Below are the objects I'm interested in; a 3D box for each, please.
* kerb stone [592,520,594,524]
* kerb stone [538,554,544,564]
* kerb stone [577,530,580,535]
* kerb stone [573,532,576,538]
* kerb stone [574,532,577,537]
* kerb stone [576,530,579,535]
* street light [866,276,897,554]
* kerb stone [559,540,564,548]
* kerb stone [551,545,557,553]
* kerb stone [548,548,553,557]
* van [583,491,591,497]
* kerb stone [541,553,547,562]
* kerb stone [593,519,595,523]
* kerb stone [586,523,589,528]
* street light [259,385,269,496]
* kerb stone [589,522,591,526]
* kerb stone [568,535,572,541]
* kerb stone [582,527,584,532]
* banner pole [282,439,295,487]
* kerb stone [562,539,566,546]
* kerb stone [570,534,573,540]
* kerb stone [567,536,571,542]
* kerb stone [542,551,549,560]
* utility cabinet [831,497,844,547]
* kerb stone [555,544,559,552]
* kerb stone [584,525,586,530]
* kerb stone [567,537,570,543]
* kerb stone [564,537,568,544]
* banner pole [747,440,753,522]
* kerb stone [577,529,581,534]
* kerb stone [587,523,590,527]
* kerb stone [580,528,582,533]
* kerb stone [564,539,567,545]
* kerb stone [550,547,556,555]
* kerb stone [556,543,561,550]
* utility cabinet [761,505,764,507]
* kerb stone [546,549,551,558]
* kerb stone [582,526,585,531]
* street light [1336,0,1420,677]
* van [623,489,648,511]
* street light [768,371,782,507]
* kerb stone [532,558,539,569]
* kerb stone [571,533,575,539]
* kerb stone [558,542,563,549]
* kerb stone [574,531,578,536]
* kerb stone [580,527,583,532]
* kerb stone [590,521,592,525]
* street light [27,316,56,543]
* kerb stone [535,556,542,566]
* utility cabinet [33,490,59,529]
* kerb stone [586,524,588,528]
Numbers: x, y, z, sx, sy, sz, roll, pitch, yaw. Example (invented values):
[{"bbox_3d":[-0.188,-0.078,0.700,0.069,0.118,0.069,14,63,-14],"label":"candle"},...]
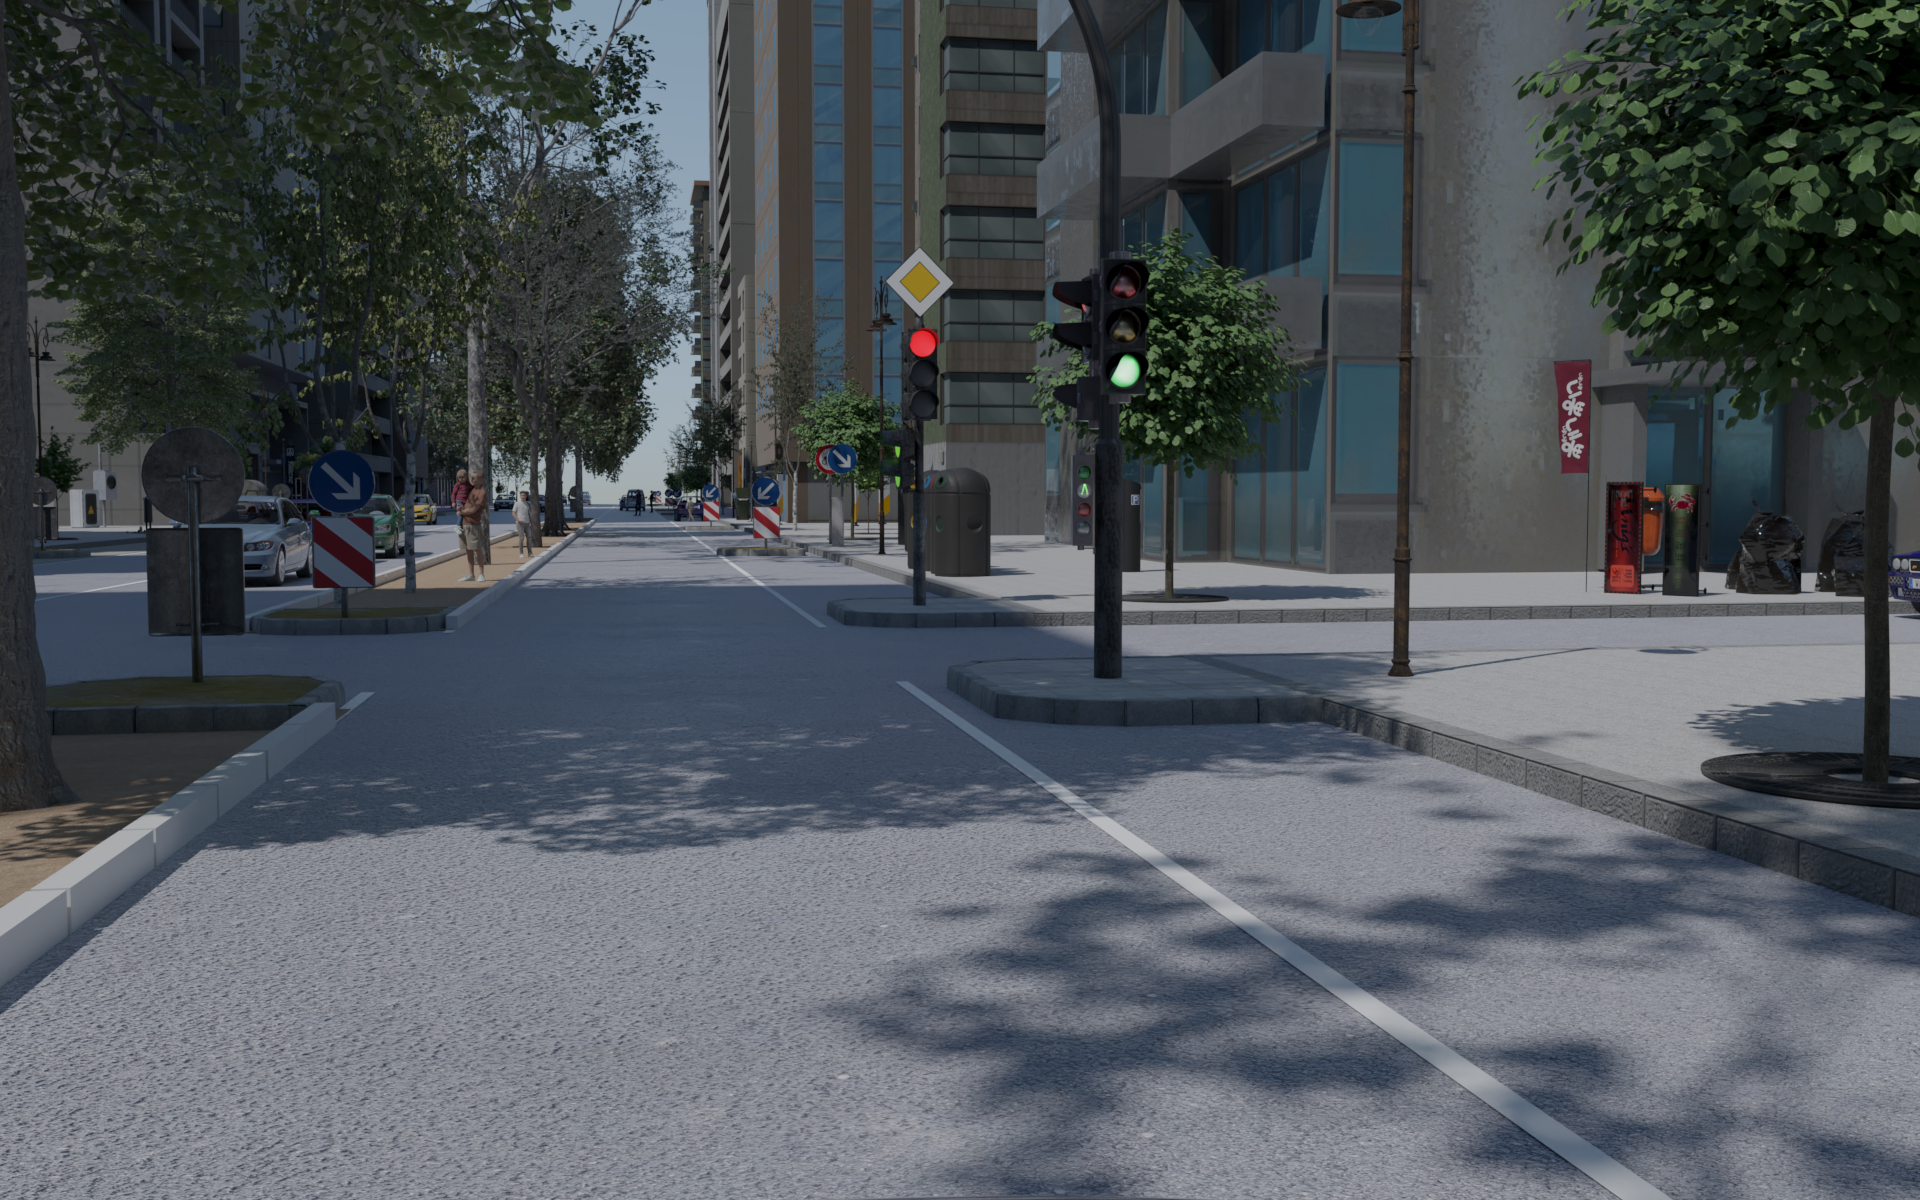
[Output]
[{"bbox_3d":[-16.726,-3.418,78.170,0.120,0.150,1.000,-1,4,-11],"label":"kerb stone"},{"bbox_3d":[-8.500,-0.773,34.829,0.120,0.150,1.000,-1,4,-11],"label":"kerb stone"},{"bbox_3d":[-12.898,-2.190,58.010,0.120,0.150,1.000,-1,4,-11],"label":"kerb stone"},{"bbox_3d":[-12.137,-1.944,53.985,0.120,0.150,1.000,-1,4,-11],"label":"kerb stone"},{"bbox_3d":[-12.329,-2.003,54.989,0.120,0.150,1.000,-1,4,-11],"label":"kerb stone"},{"bbox_3d":[-12.709,-2.129,57.004,0.120,0.150,1.000,-1,4,-11],"label":"kerb stone"},{"bbox_3d":[-1.667,-3.917,36.825,0.468,5.910,1.993,-1,4,-11],"label":"street light"},{"bbox_3d":[-10.410,-1.389,44.910,0.120,0.150,1.000,-1,4,-11],"label":"kerb stone"},{"bbox_3d":[-9.648,-1.142,40.876,0.120,0.150,1.000,-1,4,-11],"label":"kerb stone"},{"bbox_3d":[-9.264,-1.017,38.856,0.120,0.150,1.000,-1,4,-11],"label":"kerb stone"},{"bbox_3d":[-52.326,-14.313,241.025,2.013,2.044,4.112,-1,4,-9],"label":"van"},{"bbox_3d":[-8.691,-0.832,35.839,0.120,0.150,1.000,-1,4,-11],"label":"kerb stone"},{"bbox_3d":[-17.299,-3.608,81.187,0.120,0.150,1.000,-1,4,-11],"label":"kerb stone"},{"bbox_3d":[-15.196,-2.925,70.111,0.120,0.150,1.000,-1,4,-11],"label":"kerb stone"},{"bbox_3d":[-29.364,-6.143,73.228,0.468,5.910,1.993,-1,4,-11],"label":"street light"},{"bbox_3d":[-15.766,-3.115,73.124,0.120,0.150,1.000,-1,4,-11],"label":"kerb stone"},{"bbox_3d":[-11.561,-1.760,50.967,0.120,0.150,1.000,-1,4,-11],"label":"kerb stone"},{"bbox_3d":[-13.856,-2.499,63.046,0.120,0.150,1.000,-1,4,-11],"label":"kerb stone"},{"bbox_3d":[-30.299,-5.387,78.099,0.863,3.779,0.401,1,4,20],"label":"banner pole"},{"bbox_3d":[-10.595,-1.451,45.925,0.120,0.150,1.000,-1,4,-11],"label":"kerb stone"},{"bbox_3d":[-11.755,-1.818,51.971,0.120,0.150,1.000,-1,4,-11],"label":"kerb stone"},{"bbox_3d":[-11.372,-1.698,49.954,0.120,0.150,1.000,-1,4,-11],"label":"kerb stone"},{"bbox_3d":[-8.875,-0.893,36.844,0.120,0.150,1.000,-1,4,-11],"label":"kerb stone"},{"bbox_3d":[-3.010,-1.925,42.636,0.306,1.237,1.020,0,4,-3],"label":"utility cabinet"},{"bbox_3d":[-9.836,-1.204,41.881,0.120,0.150,1.000,-1,4,-11],"label":"kerb stone"},{"bbox_3d":[-14.430,-2.684,66.074,0.120,0.150,1.000,-1,4,-11],"label":"kerb stone"},{"bbox_3d":[-11.180,-1.636,48.938,0.120,0.150,1.000,-1,4,-11],"label":"kerb stone"},{"bbox_3d":[-10.987,-1.574,47.934,0.120,0.150,1.000,-1,4,-11],"label":"kerb stone"},{"bbox_3d":[-9.675,-5.536,80.528,0.401,3.779,0.863,0,4,-1],"label":"banner pole"},{"bbox_3d":[-13.086,-2.252,59.021,0.120,0.150,1.000,-1,4,-11],"label":"kerb stone"},{"bbox_3d":[-15.381,-2.992,71.116,0.120,0.150,1.000,-1,4,-11],"label":"kerb stone"},{"bbox_3d":[-13.473,-2.373,61.028,0.120,0.150,1.000,-1,4,-11],"label":"kerb stone"},{"bbox_3d":[-10.800,-1.510,46.927,0.120,0.150,1.000,-1,4,-11],"label":"kerb stone"},{"bbox_3d":[-9.449,-1.081,39.872,0.120,0.150,1.000,-1,4,-11],"label":"kerb stone"},{"bbox_3d":[-10.036,-1.265,42.886,0.120,0.150,1.000,-1,4,-11],"label":"kerb stone"},{"bbox_3d":[-10.420,-5.081,94.242,0.306,1.237,1.020,3,5,44],"label":"utility cabinet"},{"bbox_3d":[-9.073,-0.958,37.852,0.120,0.150,1.000,-1,4,-11],"label":"kerb stone"},{"bbox_3d":[-14.047,-2.558,64.061,0.120,0.150,1.000,-1,4,-11],"label":"kerb stone"},{"bbox_3d":[3.111,-2.401,12.049,0.468,5.910,1.993,-1,4,-11],"label":"street light"},{"bbox_3d":[-27.437,-8.527,146.433,2.013,2.044,4.112,-1,4,-11],"label":"van"},{"bbox_3d":[-6.909,-5.635,64.925,0.468,5.910,1.993,-1,4,-11],"label":"street light"},{"bbox_3d":[-8.119,-0.649,32.813,0.120,0.150,1.000,-1,4,-11],"label":"kerb stone"},{"bbox_3d":[-11.947,-1.883,52.979,0.120,0.150,1.000,-1,4,-11],"label":"kerb stone"},{"bbox_3d":[-10.221,-1.323,43.899,0.120,0.150,1.000,-1,4,-11],"label":"kerb stone"},{"bbox_3d":[-12.522,-2.067,55.997,0.120,0.150,1.000,-1,4,-11],"label":"kerb stone"},{"bbox_3d":[-13.664,-2.437,62.033,0.120,0.150,1.000,-1,4,-11],"label":"kerb stone"},{"bbox_3d":[-16.151,-3.238,75.133,0.120,0.150,1.000,-1,4,-11],"label":"kerb stone"},{"bbox_3d":[-23.998,-4.426,45.152,0.468,5.910,1.993,-1,4,-11],"label":"street light"},{"bbox_3d":[-8.309,-0.711,33.818,0.120,0.150,1.000,-1,4,-11],"label":"kerb stone"},{"bbox_3d":[-33.566,-3.334,63.194,1.173,1.500,0.318,0,4,2],"label":"utility cabinet"},{"bbox_3d":[-15.011,-2.860,69.095,0.120,0.150,1.000,-1,4,-11],"label":"kerb stone"}]
